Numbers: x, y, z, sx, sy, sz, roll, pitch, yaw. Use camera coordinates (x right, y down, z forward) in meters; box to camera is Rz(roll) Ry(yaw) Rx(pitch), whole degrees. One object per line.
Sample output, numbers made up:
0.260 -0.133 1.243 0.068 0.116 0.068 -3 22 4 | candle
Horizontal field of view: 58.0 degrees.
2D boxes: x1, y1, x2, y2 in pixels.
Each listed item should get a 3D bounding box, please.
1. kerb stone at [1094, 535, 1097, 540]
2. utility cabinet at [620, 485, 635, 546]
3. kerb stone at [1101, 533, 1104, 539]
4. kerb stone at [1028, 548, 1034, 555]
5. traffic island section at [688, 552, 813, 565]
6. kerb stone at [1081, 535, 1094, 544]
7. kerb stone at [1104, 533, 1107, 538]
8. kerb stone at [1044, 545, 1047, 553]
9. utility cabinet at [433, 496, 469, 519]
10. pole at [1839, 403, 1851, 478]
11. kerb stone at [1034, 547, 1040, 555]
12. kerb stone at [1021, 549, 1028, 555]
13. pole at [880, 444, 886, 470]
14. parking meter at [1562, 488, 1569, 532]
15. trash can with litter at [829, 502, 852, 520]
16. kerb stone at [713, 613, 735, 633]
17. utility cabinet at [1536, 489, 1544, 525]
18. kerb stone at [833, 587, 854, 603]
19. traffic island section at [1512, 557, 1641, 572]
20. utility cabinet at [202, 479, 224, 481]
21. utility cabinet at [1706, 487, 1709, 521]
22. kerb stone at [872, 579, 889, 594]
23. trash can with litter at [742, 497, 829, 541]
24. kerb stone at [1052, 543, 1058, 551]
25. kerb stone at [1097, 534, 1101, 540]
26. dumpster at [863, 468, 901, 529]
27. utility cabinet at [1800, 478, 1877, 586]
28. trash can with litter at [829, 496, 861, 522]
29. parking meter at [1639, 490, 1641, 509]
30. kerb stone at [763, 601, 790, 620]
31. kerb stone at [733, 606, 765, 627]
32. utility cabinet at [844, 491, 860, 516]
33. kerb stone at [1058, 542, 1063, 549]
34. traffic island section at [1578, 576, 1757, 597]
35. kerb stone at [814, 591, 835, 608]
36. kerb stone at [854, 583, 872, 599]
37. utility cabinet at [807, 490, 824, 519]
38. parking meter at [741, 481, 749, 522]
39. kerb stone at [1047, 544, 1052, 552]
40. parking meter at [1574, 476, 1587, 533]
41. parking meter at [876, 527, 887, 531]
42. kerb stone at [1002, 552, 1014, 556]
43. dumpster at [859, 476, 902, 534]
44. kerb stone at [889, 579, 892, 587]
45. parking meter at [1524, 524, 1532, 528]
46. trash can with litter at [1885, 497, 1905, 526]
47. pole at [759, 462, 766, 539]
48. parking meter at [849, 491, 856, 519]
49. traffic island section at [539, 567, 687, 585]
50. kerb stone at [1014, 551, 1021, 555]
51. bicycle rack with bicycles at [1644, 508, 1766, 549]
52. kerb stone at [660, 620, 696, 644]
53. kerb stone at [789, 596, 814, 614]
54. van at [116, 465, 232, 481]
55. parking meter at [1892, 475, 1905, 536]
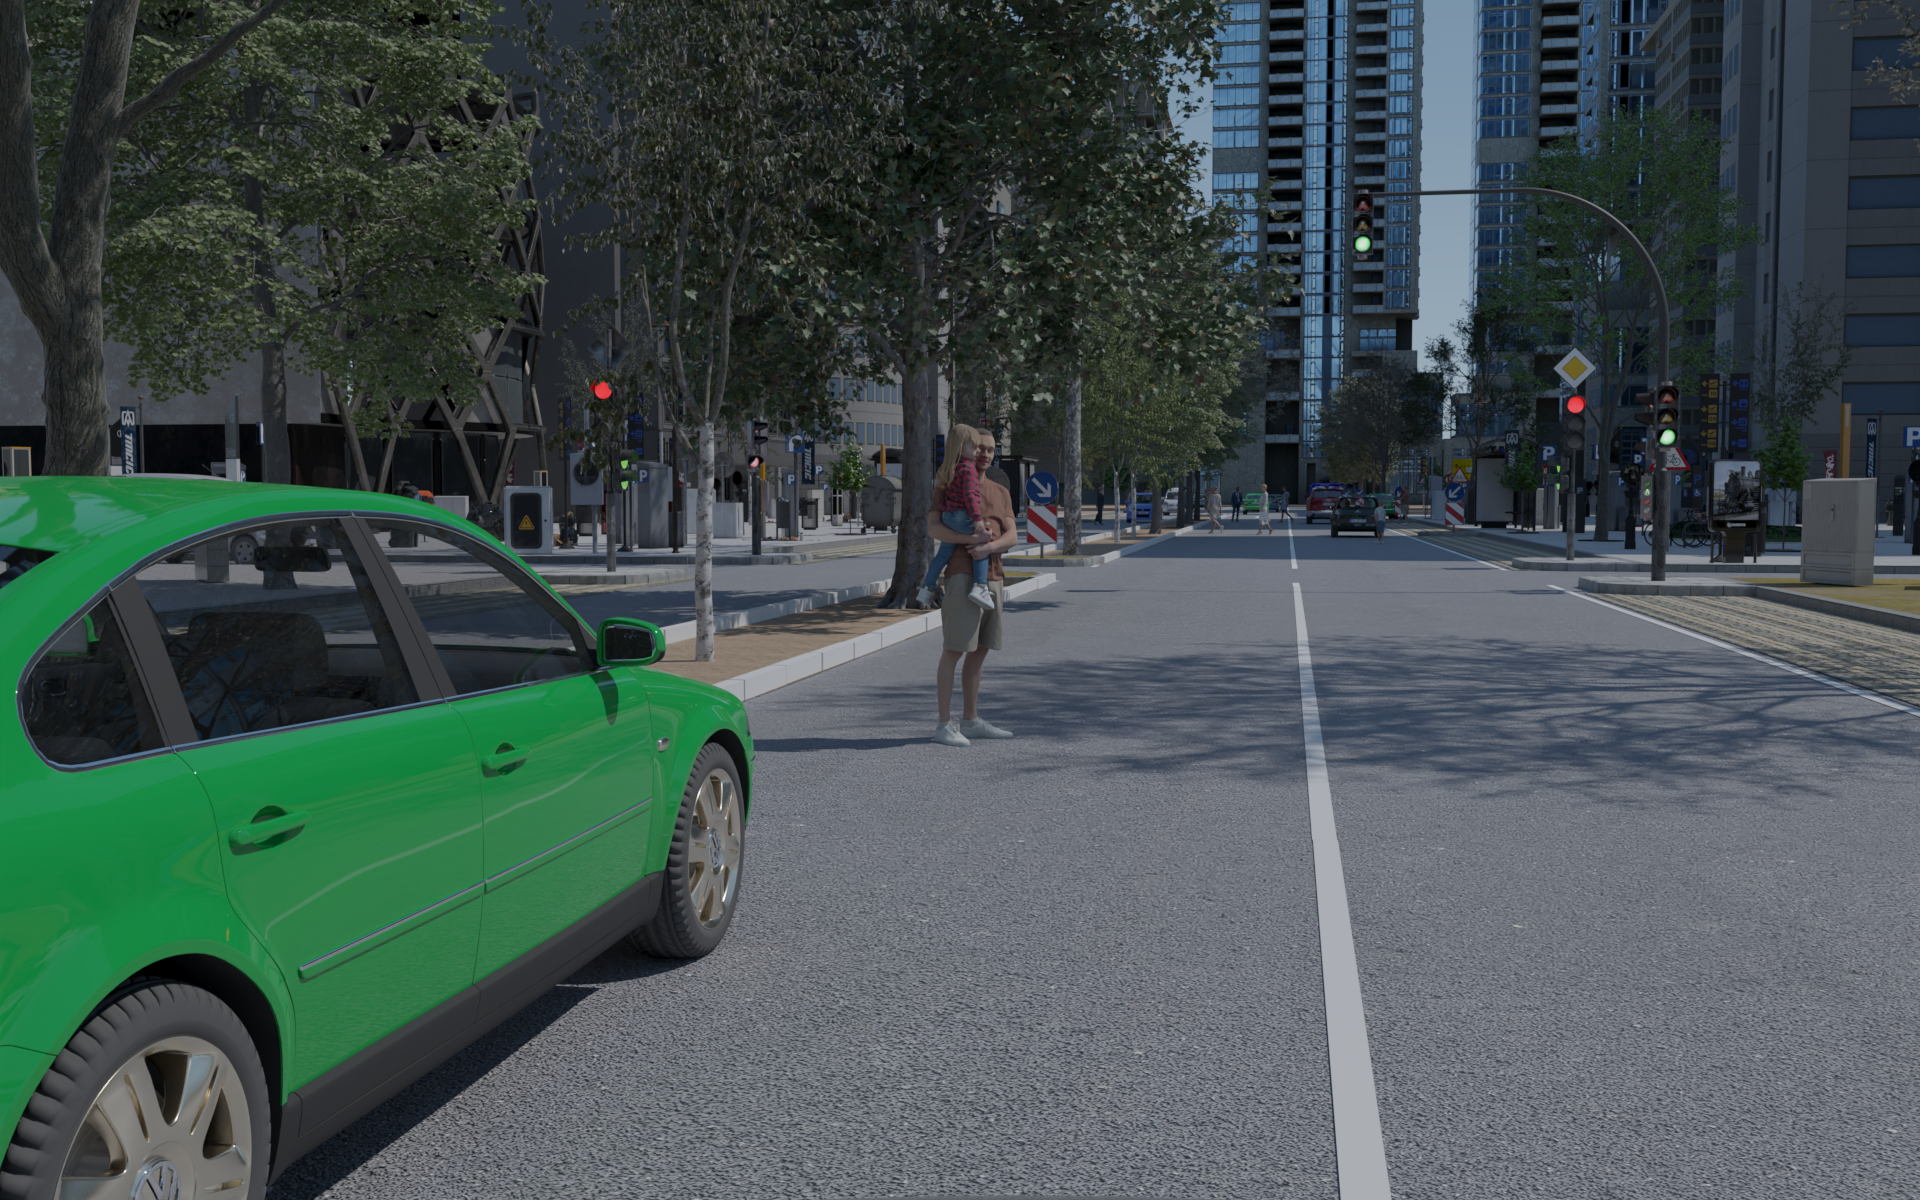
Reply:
3.983 -1.863 52.662 0.120 0.150 1.000 1 4 11 | kerb stone
-8.266 -2.099 42.990 0.318 1.500 1.173 -1 4 -13 | utility cabinet
4.364 -1.987 54.684 0.120 0.150 1.000 1 4 11 | kerb stone
1.511 -1.063 39.569 0.120 0.150 1.000 1 4 11 | kerb stone
-4.301 -0.868 36.478 2.009 0.180 2.903 1 4 11 | traffic island section
3.802 -1.802 51.656 0.120 0.150 1.000 1 4 11 | kerb stone
4.550 -2.049 55.689 0.120 0.150 1.000 1 4 11 | kerb stone
1.891 -1.186 41.583 0.120 0.150 1.000 1 4 11 | kerb stone
-15.684 -2.582 53.378 1.020 1.237 0.306 0 4 5 | utility cabinet
19.882 -2.759 38.953 0.158 3.312 0.155 0 3 0 | pole
1.706 -1.124 40.573 0.120 0.150 1.000 1 4 11 | kerb stone
1.322 -0.997 38.564 0.120 0.150 1.000 1 4 11 | kerb stone
-3.151 -4.714 70.919 0.158 3.312 0.155 0 3 0 | pole
20.362 -3.031 57.966 0.372 1.533 0.369 0 3 0 | parking meter
-5.900 -4.535 85.529 1.055 1.170 0.624 -3 4 -37 | trash can with litter
-2.570 0.262 17.918 0.120 0.150 1.000 1 4 11 | kerb stone
23.448 -3.735 69.741 1.173 1.500 0.318 3 5 40 | utility cabinet
-1.613 -0.043 22.945 0.120 0.150 1.000 1 4 11 | kerb stone
11.807 -0.683 33.450 2.009 0.180 2.903 1 4 11 | traffic island section
-10.976 -1.023 25.398 0.318 1.500 1.173 -2 4 -32 | utility cabinet
23.735 -2.760 53.808 0.318 1.500 1.173 -1 4 -17 | utility cabinet
-1.230 -0.169 24.955 0.120 0.150 1.000 1 4 11 | kerb stone
-5.059 -2.243 47.738 2.233 1.210 1.678 3 5 42 | trash can with litter
2.276 -1.309 43.591 0.120 0.150 1.000 1 4 11 | kerb stone
4.171 -1.925 53.667 0.120 0.150 1.000 1 4 11 | kerb stone
-2.818 -3.816 64.889 1.502 2.255 1.985 1 4 11 | dumpster
12.330 -0.959 24.357 0.318 1.500 1.173 -1 4 -9 | utility cabinet
-5.691 -4.218 80.026 1.678 1.210 2.233 -3 4 -38 | trash can with litter
40.890 -5.831 103.750 0.372 1.533 0.369 0 3 0 | parking meter
-2.184 0.139 19.925 0.120 0.150 1.000 1 4 11 | kerb stone
-2.369 0.200 18.920 0.120 0.150 1.000 1 4 11 | kerb stone
-6.104 -5.440 97.629 0.318 1.500 1.173 -3 4 -38 | utility cabinet
2.468 -1.365 44.596 0.120 0.150 1.000 1 4 11 | kerb stone
10.329 -0.203 25.603 2.009 0.180 2.903 1 4 11 | traffic island section
-1.808 0.024 21.942 0.120 0.150 1.000 1 4 11 | kerb stone
-1.426 -0.106 23.950 0.120 0.150 1.000 1 4 11 | kerb stone
-7.514 -4.972 89.977 0.318 1.500 1.173 2 4 26 | utility cabinet
-9.765 -4.461 78.649 0.399 1.863 0.255 0 4 7 | parking meter
2.085 -1.243 42.587 0.120 0.150 1.000 1 4 11 | kerb stone
20.297 -3.117 56.672 0.399 1.863 0.255 1 4 23 | parking meter
-2.751 -3.348 60.449 0.399 1.863 0.255 2 4 32 | parking meter
0.943 -0.878 36.555 0.120 0.150 1.000 1 4 11 | kerb stone
-2.504 -3.093 56.335 1.264 1.857 1.865 1 4 11 | dumpster
-1.042 -0.229 25.964 0.120 0.150 1.000 1 4 11 | kerb stone
21.490 -3.659 65.533 0.255 1.863 0.399 -1 4 -14 | parking meter
37.584 -3.538 69.237 1.055 1.170 0.624 2 4 28 | trash can with litter
-5.671 -3.408 49.564 0.158 3.312 0.155 0 3 0 | pole
-5.474 -4.892 88.399 0.372 1.533 0.369 0 3 0 | parking meter
-5.779 -0.388 28.631 2.009 0.180 2.903 1 4 11 | traffic island section
1.134 -0.940 37.559 0.120 0.150 1.000 1 4 11 | kerb stone
18.053 -1.736 41.763 2.925 0.926 2.852 1 4 14 | bicycle rack with bicycles
-2.752 0.324 16.896 0.120 0.150 1.000 1 4 11 | kerb stone
-1.989 0.078 20.928 0.120 0.150 1.000 1 4 11 | kerb stone
-15.149 -1.713 35.015 4.112 2.044 2.013 1 4 12 | van
28.810 -2.901 53.144 0.255 1.863 0.399 3 4 37 | parking meter
